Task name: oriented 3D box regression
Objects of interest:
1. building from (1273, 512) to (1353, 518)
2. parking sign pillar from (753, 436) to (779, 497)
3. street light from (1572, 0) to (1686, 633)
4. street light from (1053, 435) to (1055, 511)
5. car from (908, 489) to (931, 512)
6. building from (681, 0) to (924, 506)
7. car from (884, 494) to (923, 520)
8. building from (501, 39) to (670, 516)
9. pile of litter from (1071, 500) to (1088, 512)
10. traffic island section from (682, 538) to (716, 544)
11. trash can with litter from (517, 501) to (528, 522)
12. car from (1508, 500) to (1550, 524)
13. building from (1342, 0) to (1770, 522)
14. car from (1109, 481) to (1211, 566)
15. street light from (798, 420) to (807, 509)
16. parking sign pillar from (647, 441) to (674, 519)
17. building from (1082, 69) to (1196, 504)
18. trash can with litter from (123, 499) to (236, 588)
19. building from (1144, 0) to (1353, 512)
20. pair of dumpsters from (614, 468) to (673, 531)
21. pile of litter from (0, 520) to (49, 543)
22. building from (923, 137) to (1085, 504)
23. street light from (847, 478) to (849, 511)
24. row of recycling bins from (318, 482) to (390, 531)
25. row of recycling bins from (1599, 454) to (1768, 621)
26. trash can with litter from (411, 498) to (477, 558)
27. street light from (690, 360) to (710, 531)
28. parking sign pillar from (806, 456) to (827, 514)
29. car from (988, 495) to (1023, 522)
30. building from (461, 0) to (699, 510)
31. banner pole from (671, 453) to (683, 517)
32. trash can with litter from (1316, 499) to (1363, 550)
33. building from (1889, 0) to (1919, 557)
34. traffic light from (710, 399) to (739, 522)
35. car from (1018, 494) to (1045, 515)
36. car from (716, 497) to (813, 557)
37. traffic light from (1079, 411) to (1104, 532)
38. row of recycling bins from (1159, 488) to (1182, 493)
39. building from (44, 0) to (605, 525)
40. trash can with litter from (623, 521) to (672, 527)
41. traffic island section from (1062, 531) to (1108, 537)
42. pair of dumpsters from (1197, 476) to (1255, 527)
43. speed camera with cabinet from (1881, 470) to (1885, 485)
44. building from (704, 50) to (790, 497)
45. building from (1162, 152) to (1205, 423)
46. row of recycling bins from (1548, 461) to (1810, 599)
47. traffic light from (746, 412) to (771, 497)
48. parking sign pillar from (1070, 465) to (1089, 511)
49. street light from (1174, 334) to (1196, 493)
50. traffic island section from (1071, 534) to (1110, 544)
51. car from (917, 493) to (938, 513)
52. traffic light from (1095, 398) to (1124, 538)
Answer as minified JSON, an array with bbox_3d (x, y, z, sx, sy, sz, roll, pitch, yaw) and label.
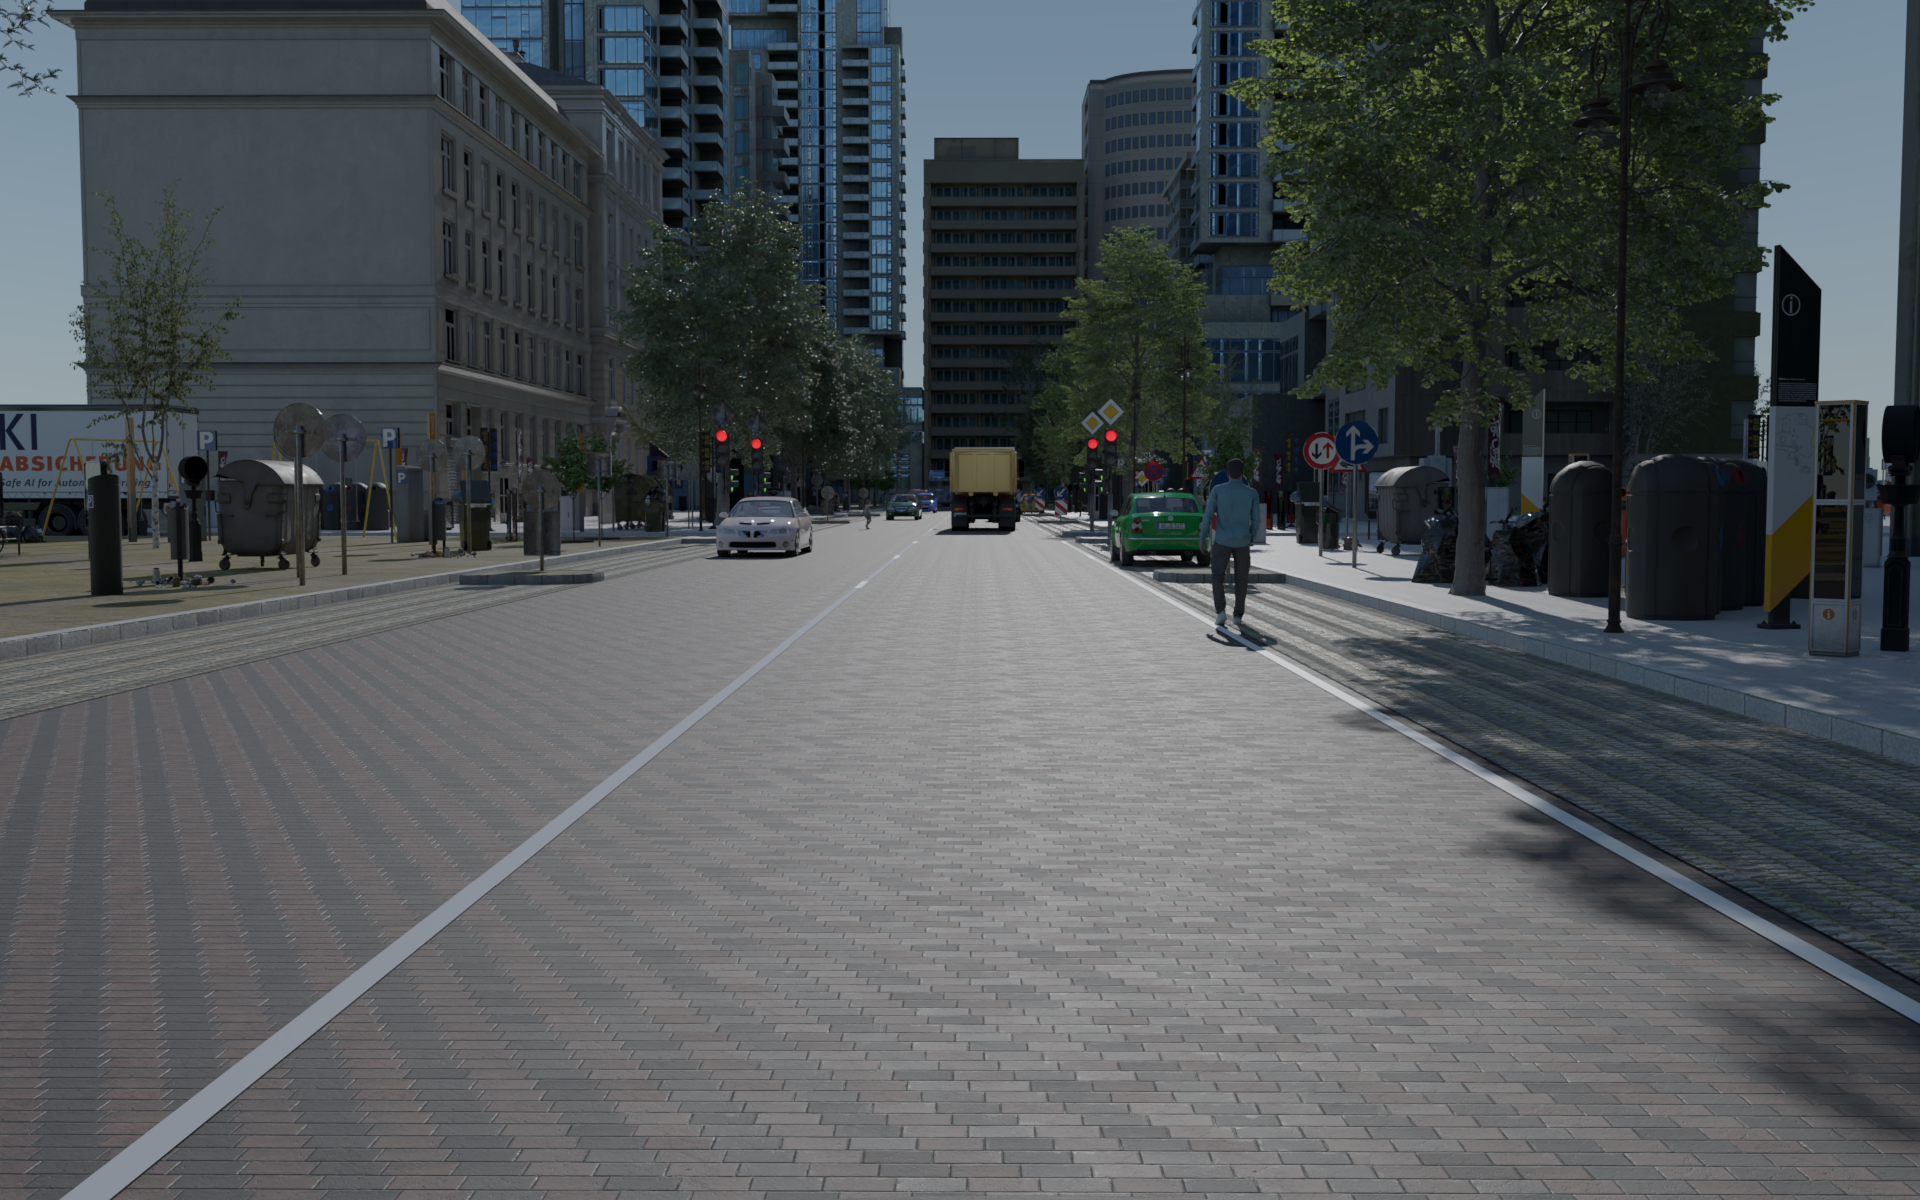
[{"bbox_3d":[29.986,-48.428,104.461,22.319,86.520,31.000,0,4,1],"label":"building"},{"bbox_3d":[-8.993,-5.482,78.096,1.447,3.967,1.447,0,4,7],"label":"parking sign pillar"},{"bbox_3d":[6.060,-2.635,15.874,0.468,5.910,1.993,0,4,1],"label":"street light"},{"bbox_3d":[7.300,-9.840,133.672,0.468,5.910,1.993,0,4,1],"label":"street light"},{"bbox_3d":[-3.383,-8.039,140.112,2.281,1.827,5.304,0,4,-1],"label":"car"},{"bbox_3d":[-20.457,-56.599,238.072,31.000,86.520,22.319,0,4,1],"label":"building"},{"bbox_3d":[-3.108,-5.183,96.543,2.131,1.459,4.920,0,4,2],"label":"car"},{"bbox_3d":[-26.702,-19.816,109.899,13.634,28.700,20.117,0,4,1],"label":"building"},{"bbox_3d":[8.343,-6.645,122.618,1.719,0.858,1.176,0,4,3],"label":"pile of litter"},{"bbox_3d":[-6.996,-1.768,51.181,2.009,0.180,2.903,0,4,1],"label":"traffic island section"},{"bbox_3d":[-19.841,-4.158,79.365,0.624,1.170,1.055,2,4,27],"label":"trash can with litter"},{"bbox_3d":[19.416,-2.641,54.985,4.920,1.459,2.131,0,4,-1],"label":"car"},{"bbox_3d":[24.915,-18.564,75.217,14.107,30.474,14.160,0,4,1],"label":"building"},{"bbox_3d":[4.075,-1.635,35.525,1.959,1.807,4.718,0,4,1],"label":"car"},{"bbox_3d":[-8.493,-7.397,93.723,0.468,5.910,1.993,0,4,1],"label":"street light"},{"bbox_3d":[-15.242,-6.072,87.745,1.447,3.967,1.447,2,4,29],"label":"parking sign pillar"},{"bbox_3d":[31.247,-42.561,237.873,28.212,58.520,21.231,0,4,1],"label":"building"},{"bbox_3d":[-11.159,-0.822,24.493,1.678,1.210,2.233,-1,4,-23],"label":"trash can with litter"},{"bbox_3d":[29.641,-51.667,157.419,22.319,86.520,31.000,0,4,1],"label":"building"},{"bbox_3d":[-11.467,-3.667,62.453,1.574,2.255,4.437,0,4,0],"label":"pair of dumpsters"},{"bbox_3d":[-25.034,-1.941,45.696,1.719,0.858,1.176,-1,4,-22],"label":"pile of litter"},{"bbox_3d":[5.835,-37.590,238.290,21.600,48.544,21.300,0,4,1],"label":"building"},{"bbox_3d":[-8.265,-9.472,127.650,0.468,5.910,1.993,0,4,1],"label":"street light"},{"bbox_3d":[-21.815,-3.328,61.520,3.534,1.692,1.069,1,4,18],"label":"row of recycling bins"},{"bbox_3d":[8.062,-0.725,18.964,1.069,1.692,3.534,2,4,35],"label":"row of recycling bins"},{"bbox_3d":[-10.488,-1.509,35.727,1.678,1.210,2.233,0,4,6],"label":"trash can with litter"},{"bbox_3d":[-8.971,-5.322,59.798,0.468,5.910,1.993,0,4,1],"label":"street light"},{"bbox_3d":[-9.196,-7.471,110.621,1.447,3.967,1.447,1,4,22],"label":"parking sign pillar"},{"bbox_3d":[2.298,-4.940,90.553,2.009,1.686,4.222,0,4,1],"label":"car"},{"bbox_3d":[-30.778,-51.133,148.697,22.319,86.520,31.000,0,4,1],"label":"building"},{"bbox_3d":[-15.893,-6.540,96.939,0.863,3.779,0.401,-2,4,-28],"label":"banner pole"},{"bbox_3d":[8.738,-1.742,39.862,1.055,1.170,0.624,2,4,28],"label":"trash can with litter"},{"bbox_3d":[29.975,-24.493,24.159,21.300,48.544,21.600,0,4,1],"label":"building"},{"bbox_3d":[-6.956,-3.800,51.046,0.839,4.253,0.868,0,4,1],"label":"traffic light"},{"bbox_3d":[4.887,-6.677,119.387,2.015,1.641,3.980,0,4,-1],"label":"car"},{"bbox_3d":[-4.595,-1.762,41.165,2.083,1.381,4.827,0,4,2],"label":"car"},{"bbox_3d":[4.480,-4.283,58.940,0.839,4.253,0.868,0,4,1],"label":"traffic light"},{"bbox_3d":[14.990,-7.333,127.007,3.534,1.692,1.069,2,4,25],"label":"row of recycling bins"},{"bbox_3d":[-28.584,-15.399,85.050,16.112,22.955,30.059,0,4,1],"label":"building"},{"bbox_3d":[-12.316,-3.475,67.878,2.233,1.210,1.678,-2,4,-26],"label":"trash can with litter"},{"bbox_3d":[4.520,-2.249,59.054,2.009,0.180,2.903,0,4,1],"label":"traffic island section"},{"bbox_3d":[9.699,-3.710,63.153,1.574,2.255,4.437,0,4,1],"label":"pair of dumpsters"},{"bbox_3d":[60.378,-7.362,114.706,0.660,3.252,2.038,-2,4,-23],"label":"speed camera with cabinet"},{"bbox_3d":[-34.105,-34.741,187.628,30.456,49.044,23.786,0,4,1],"label":"building"},{"bbox_3d":[35.266,-30.258,186.604,32.217,40.220,23.993,0,4,1],"label":"building"},{"bbox_3d":[9.207,-0.885,21.581,3.534,1.692,1.069,0,4,8],"label":"row of recycling bins"},{"bbox_3d":[-6.880,-4.288,59.031,0.839,4.253,0.868,0,4,1],"label":"traffic light"},{"bbox_3d":[8.978,-8.694,130.621,1.447,3.967,1.447,2,4,24],"label":"parking sign pillar"},{"bbox_3d":[6.486,-4.729,50.114,0.468,5.910,1.993,0,4,1],"label":"street light"},{"bbox_3d":[4.445,-1.761,51.069,2.009,0.180,2.903,0,4,1],"label":"traffic island section"},{"bbox_3d":[-2.625,-7.430,131.075,1.945,1.707,3.694,0,4,2],"label":"car"},{"bbox_3d":[4.405,-3.794,50.955,0.839,4.253,0.868,0,4,1],"label":"traffic light"}]
